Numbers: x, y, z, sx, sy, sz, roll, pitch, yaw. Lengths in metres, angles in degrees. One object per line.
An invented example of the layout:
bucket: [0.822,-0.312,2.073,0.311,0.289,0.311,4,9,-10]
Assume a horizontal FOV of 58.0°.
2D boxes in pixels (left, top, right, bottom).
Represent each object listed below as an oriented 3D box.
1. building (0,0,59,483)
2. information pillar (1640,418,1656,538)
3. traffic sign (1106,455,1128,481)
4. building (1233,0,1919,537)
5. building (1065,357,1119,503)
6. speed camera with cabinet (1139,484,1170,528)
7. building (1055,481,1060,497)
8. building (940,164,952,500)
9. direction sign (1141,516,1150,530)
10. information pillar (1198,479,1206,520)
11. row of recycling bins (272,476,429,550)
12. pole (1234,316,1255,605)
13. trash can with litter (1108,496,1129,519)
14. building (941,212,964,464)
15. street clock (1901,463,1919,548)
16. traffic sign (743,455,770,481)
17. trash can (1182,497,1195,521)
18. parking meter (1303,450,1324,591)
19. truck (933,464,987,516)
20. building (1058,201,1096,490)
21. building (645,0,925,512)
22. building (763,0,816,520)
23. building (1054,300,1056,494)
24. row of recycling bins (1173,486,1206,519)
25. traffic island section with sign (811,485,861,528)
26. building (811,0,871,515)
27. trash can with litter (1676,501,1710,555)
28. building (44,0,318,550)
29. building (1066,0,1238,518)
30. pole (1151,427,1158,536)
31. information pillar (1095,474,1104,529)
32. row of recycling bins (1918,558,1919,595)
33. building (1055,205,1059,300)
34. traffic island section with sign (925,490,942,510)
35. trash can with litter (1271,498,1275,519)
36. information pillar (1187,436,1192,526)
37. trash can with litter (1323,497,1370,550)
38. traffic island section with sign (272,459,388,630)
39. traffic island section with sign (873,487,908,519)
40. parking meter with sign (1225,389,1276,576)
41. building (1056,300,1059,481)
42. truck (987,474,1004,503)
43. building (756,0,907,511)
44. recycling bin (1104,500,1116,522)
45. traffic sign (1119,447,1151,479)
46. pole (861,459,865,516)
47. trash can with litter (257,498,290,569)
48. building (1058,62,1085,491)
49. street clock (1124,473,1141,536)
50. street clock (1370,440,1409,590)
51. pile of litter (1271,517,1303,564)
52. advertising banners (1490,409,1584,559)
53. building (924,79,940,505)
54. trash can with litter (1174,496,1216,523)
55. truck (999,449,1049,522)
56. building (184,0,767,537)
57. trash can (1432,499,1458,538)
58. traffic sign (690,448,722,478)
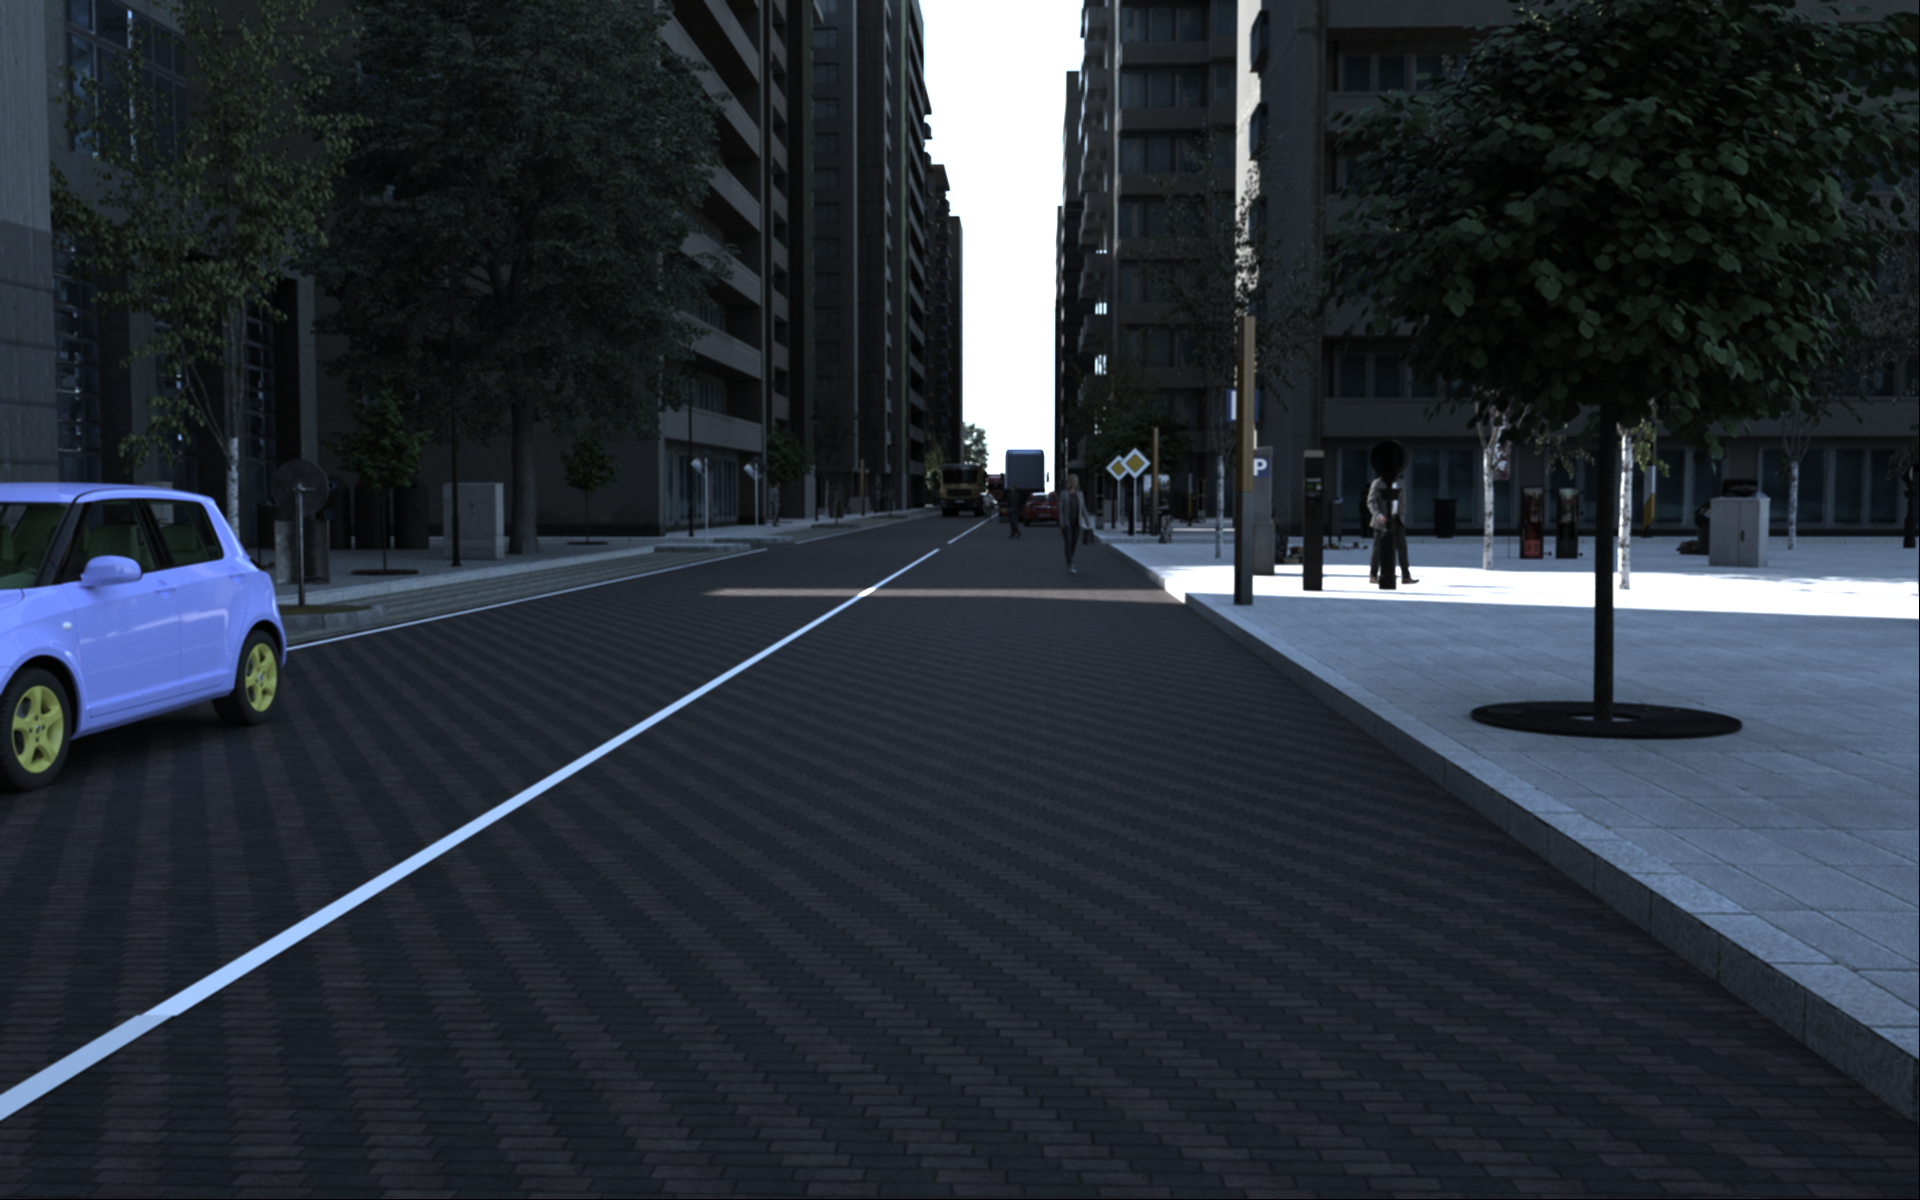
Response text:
building: [-20.394,-28.179,2.723,21.231,58.520,28.212,0,4,2]
information pillar: [20.208,-3.634,50.770,0.183,3.616,0.504,0,4,-8]
traffic sign: [4.707,-2.994,51.142,0.795,2.593,0.064,0,4,2]
building: [20.849,-26.726,60.667,21.600,48.544,21.300,0,4,2]
building: [20.671,-51.107,148.265,22.319,86.520,31.000,0,4,2]
speed camera with cabinet: [7.330,-4.332,65.169,0.660,3.252,2.038,2,4,25]
building: [29.311,-33.332,236.851,32.217,40.220,23.993,0,4,2]
building: [-12.490,-34.856,224.511,22.147,44.769,28.867,0,4,2]
direction sign: [6.734,-4.323,62.679,0.379,3.537,0.876,-1,4,-13]
information pillar: [12.115,-5.038,86.865,0.304,2.012,0.304,2,4,26]
row of recycling bins: [-14.205,-2.035,40.380,3.534,1.692,1.069,-1,4,-8]
pole: [3.282,-1.597,19.962,0.158,3.312,0.155,0,3,0]
trash can with litter: [8.161,-4.696,87.839,2.233,1.210,1.678,-2,4,-23]
building: [-6.618,-37.928,270.227,14.600,45.320,14.200,0,4,2]
street clock: [22.548,-2.232,41.071,0.471,2.002,0.358,-2,4,-25]
traffic sign: [-6.078,-3.022,51.602,0.795,2.593,0.064,0,4,2]
trash can: [10.990,-4.370,83.097,0.748,1.137,0.748,0,3,0]
parking meter: [4.690,-1.057,22.991,0.255,1.863,0.399,1,4,11]
truck: [0.236,-7.151,112.848,3.469,3.379,9.791,0,4,4]
building: [17.285,-24.523,172.644,14.160,30.474,14.107,0,4,2]
building: [-14.380,-32.334,152.366,21.300,48.544,21.600,0,4,2]
building: [-15.164,-19.310,87.419,14.160,30.474,14.107,0,4,2]
building: [20.961,-29.667,256.763,14.160,30.474,14.107,0,4,2]
row of recycling bins: [11.828,-5.034,89.426,1.069,1.692,3.534,2,4,25]
traffic island section with sign: [-5.211,-3.960,73.369,1.989,1.847,2.006,0,4,2]
building: [-22.649,-25.845,114.449,32.217,40.220,23.993,0,4,2]
trash can with litter: [15.593,-1.538,36.541,0.624,1.170,1.055,-2,4,-25]
building: [-32.104,-43.909,30.580,31.000,86.520,22.319,0,4,2]
building: [18.690,-29.795,106.749,23.786,49.044,30.456,0,4,2]
pole: [5.946,-3.611,52.883,0.158,3.312,0.155,0,3,0]
information pillar: [5.086,-3.583,63.072,0.304,2.012,0.304,0,4,3]
row of recycling bins: [12.724,-0.816,20.452,1.069,1.692,3.534,0,4,-8]
building: [25.787,-39.764,273.850,21.300,48.544,21.600,0,4,2]
traffic island section with sign: [-2.026,-8.718,151.160,1.989,1.847,2.006,0,4,2]
trash can with litter: [8.653,-2.389,50.455,0.624,1.170,1.055,-3,4,-38]
information pillar: [9.227,-4.776,69.447,0.183,3.616,0.504,0,4,4]
trash can with litter: [9.067,-1.806,40.592,1.678,1.210,2.233,3,4,38]
traffic island section with sign: [-7.442,-0.635,19.012,1.989,1.847,2.006,0,4,2]
traffic island section with sign: [-4.070,-5.680,101.489,1.989,1.847,2.006,0,4,2]
parking meter with sign: [4.731,-1.938,27.954,0.543,3.016,1.738,0,4,-4]
building: [19.543,-27.242,217.107,14.160,30.474,14.107,0,4,2]
truck: [5.020,-15.396,240.630,2.839,4.237,11.283,0,4,1]
building: [-11.634,-27.541,133.891,14.154,41.232,14.086,0,4,2]
recycling bin: [6.671,-4.060,78.928,0.722,1.027,0.722,-1,4,-15]
traffic sign: [4.380,-2.506,43.163,0.795,2.593,0.064,0,4,2]
pole: [-5.695,-6.588,101.564,0.158,3.312,0.155,0,3,0]
trash can with litter: [-12.255,-1.157,29.976,2.233,1.210,1.678,0,4,-8]
building: [22.030,-34.660,190.389,21.300,48.544,21.600,0,4,2]
street clock: [5.324,-2.995,53.545,0.471,2.002,0.358,2,4,27]
street clock: [5.752,-1.142,23.239,0.471,2.002,0.358,2,4,31]
pile of litter: [6.175,-1.124,32.346,1.176,0.858,1.719,3,5,43]
advertising banners: [11.330,-2.322,34.160,2.074,3.025,0.090,-1,4,-10]
building: [-14.193,-31.991,177.681,22.147,44.769,28.867,0,4,2]
trash can with litter: [10.304,-4.050,77.276,1.678,1.210,2.233,-2,4,-24]
truck: [3.577,-6.541,96.709,2.967,4.110,18.799,0,4,2]
building: [-19.193,-26.759,61.205,21.300,48.544,21.600,0,4,2]
trash can: [14.138,-2.375,50.479,0.748,1.137,0.748,0,3,0]
traffic sign: [-6.404,-2.534,43.623,0.795,2.593,0.064,0,4,2]
